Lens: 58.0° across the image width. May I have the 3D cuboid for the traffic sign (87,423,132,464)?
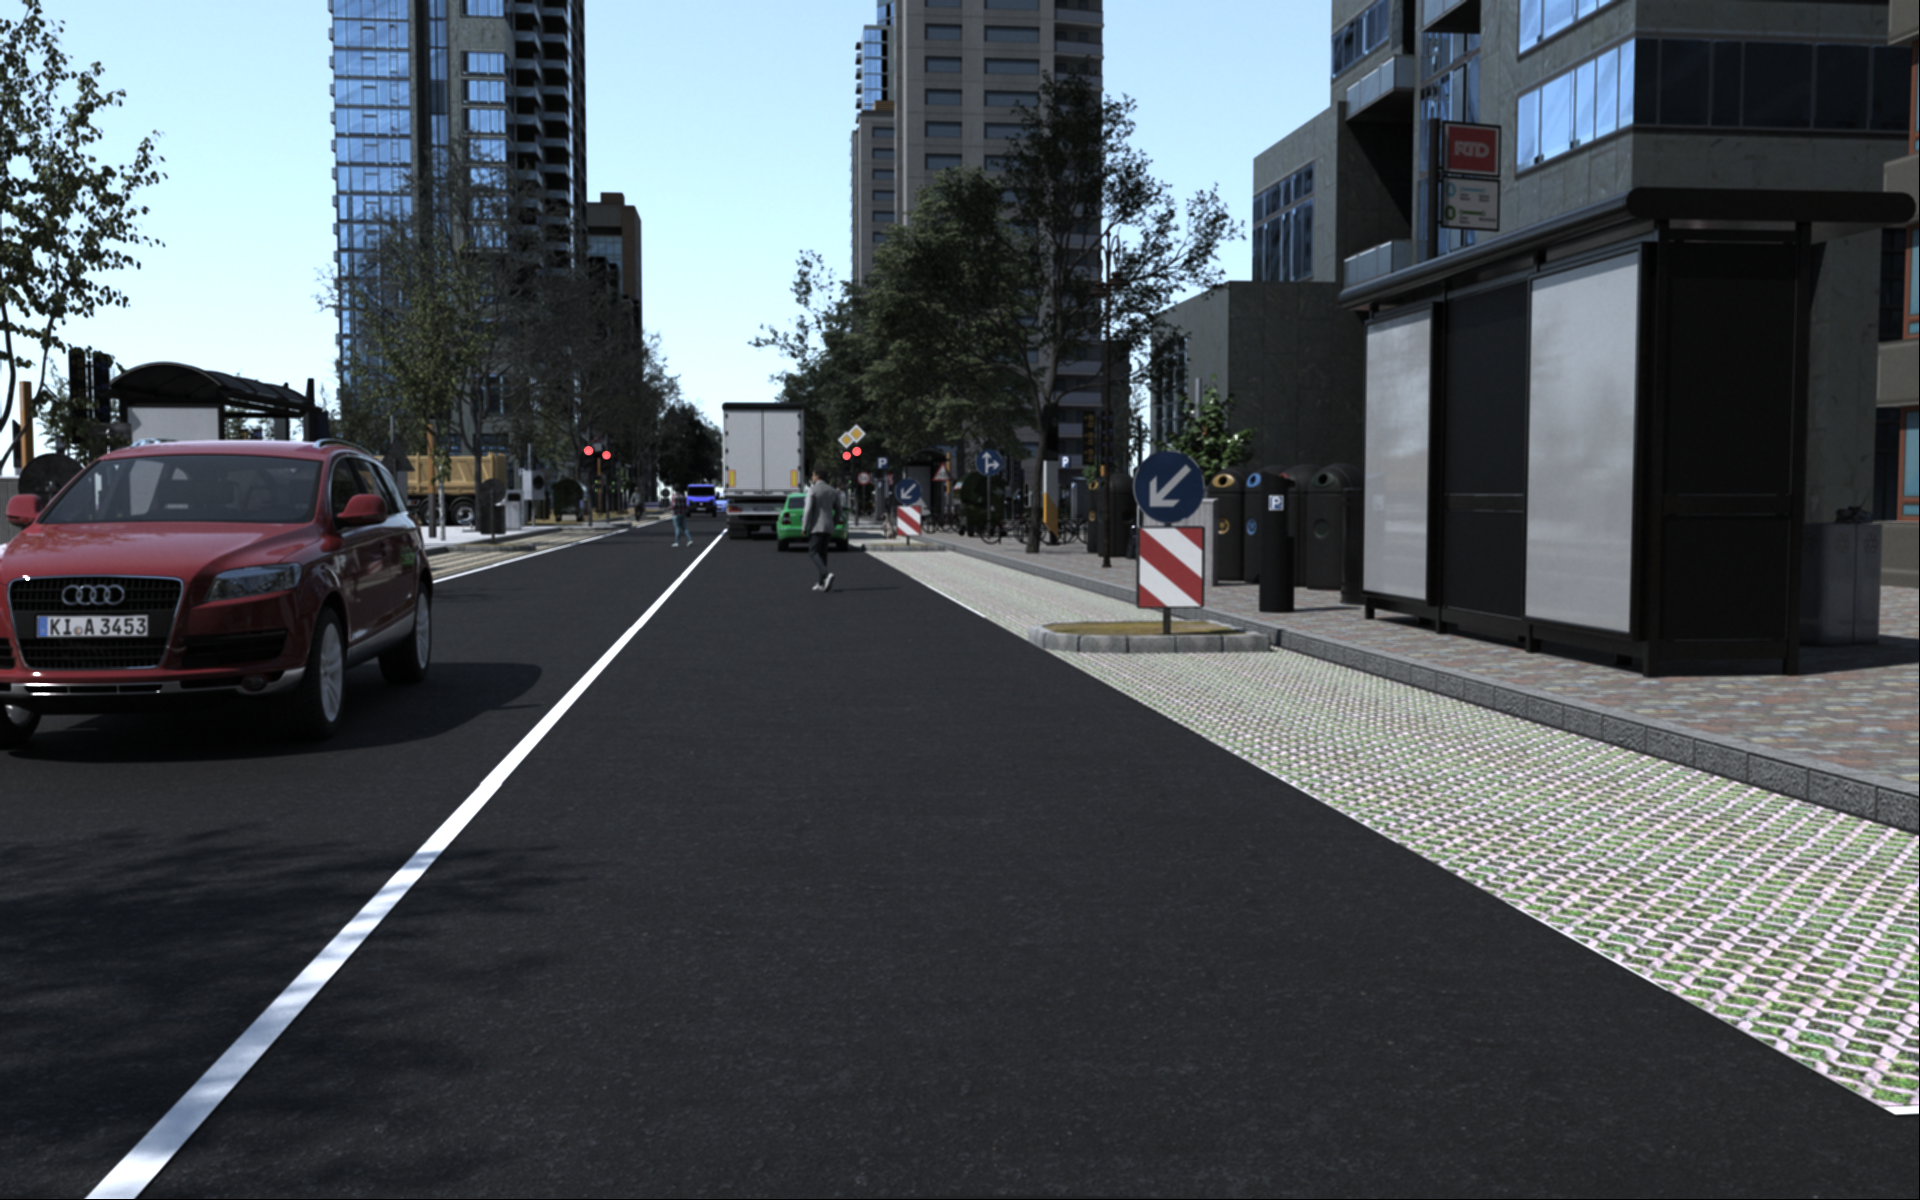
[{"bbox_3d":[-12.210,-1.394,24.915,0.606,2.300,0.079,0,4,-6],"label":"traffic sign"}]

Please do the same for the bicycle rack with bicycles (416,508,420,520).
[{"bbox_3d":[-26.876,-4.420,85.642,2.852,0.926,2.925,2,4,35],"label":"bicycle rack with bicycles"}]

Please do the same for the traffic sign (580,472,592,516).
[{"bbox_3d":[-21.391,-6.054,99.097,0.768,2.556,0.104,0,4,0],"label":"traffic sign"}]

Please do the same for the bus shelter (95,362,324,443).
[{"bbox_3d":[-12.459,-2.161,29.250,2.014,3.302,5.546,0,4,-6],"label":"bus shelter"}]

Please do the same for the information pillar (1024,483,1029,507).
[{"bbox_3d":[4.507,-6.866,116.758,0.304,2.012,0.304,1,4,8],"label":"information pillar"}]

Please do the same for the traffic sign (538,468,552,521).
[{"bbox_3d":[-20.097,-5.109,83.636,0.768,2.556,0.104,0,4,1],"label":"traffic sign"}]

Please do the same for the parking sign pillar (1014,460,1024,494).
[{"bbox_3d":[4.557,-8.928,134.450,1.447,3.967,1.447,-1,4,-19],"label":"parking sign pillar"}]

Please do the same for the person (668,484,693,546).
[{"bbox_3d":[-7.679,-2.333,47.484,0.643,1.720,0.563,3,4,37],"label":"person"}]

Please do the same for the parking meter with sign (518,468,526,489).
[{"bbox_3d":[-29.032,-7.321,115.967,0.543,3.016,1.738,0,4,5],"label":"parking meter with sign"}]

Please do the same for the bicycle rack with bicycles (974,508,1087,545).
[{"bbox_3d":[2.265,-1.933,44.990,2.925,0.926,2.852,1,4,22],"label":"bicycle rack with bicycles"}]

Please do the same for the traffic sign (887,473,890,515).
[{"bbox_3d":[-4.359,-6.480,105.959,0.884,2.594,0.081,0,4,-2],"label":"traffic sign"}]

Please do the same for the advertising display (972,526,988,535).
[{"bbox_3d":[0.664,-3.031,54.769,0.123,1.923,0.974,2,4,35],"label":"advertising display"}]

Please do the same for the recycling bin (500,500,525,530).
[{"bbox_3d":[-16.006,-3.008,61.730,0.722,1.027,0.722,-1,4,-10],"label":"recycling bin"}]

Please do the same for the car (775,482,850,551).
[{"bbox_3d":[-3.808,-2.196,44.700,1.959,1.807,4.718,0,4,-5],"label":"car"}]

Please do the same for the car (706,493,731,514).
[{"bbox_3d":[-17.678,-7.122,126.042,1.945,1.707,3.694,-1,4,-8],"label":"car"}]

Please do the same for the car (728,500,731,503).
[{"bbox_3d":[-24.590,-10.719,187.843,1.945,1.354,3.894,0,4,-5],"label":"car"}]

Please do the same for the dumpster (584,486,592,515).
[{"bbox_3d":[-22.874,-6.027,104.296,1.264,1.857,1.865,0,4,-7],"label":"dumpster"}]

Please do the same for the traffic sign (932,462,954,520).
[{"bbox_3d":[-0.697,-4.278,69.952,0.884,2.594,0.081,0,4,2],"label":"traffic sign"}]

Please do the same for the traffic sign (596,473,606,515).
[{"bbox_3d":[-21.522,-6.358,104.052,0.768,2.556,0.104,0,4,1],"label":"traffic sign"}]

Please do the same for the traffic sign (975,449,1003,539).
[{"bbox_3d":[0.819,-2.987,48.936,0.768,2.556,0.104,0,4,3],"label":"traffic sign"}]

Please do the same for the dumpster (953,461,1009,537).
[{"bbox_3d":[0.640,-3.044,52.265,1.502,2.255,1.985,0,4,-6],"label":"dumpster"}]

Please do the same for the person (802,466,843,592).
[{"bbox_3d":[-1.999,-1.052,25.539,0.661,1.843,0.795,-3,4,-39],"label":"person"}]

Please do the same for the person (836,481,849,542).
[{"bbox_3d":[-3.659,-2.635,51.691,0.679,1.850,0.850,-3,5,-44],"label":"person"}]

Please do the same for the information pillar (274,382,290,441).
[{"bbox_3d":[-14.272,-2.762,36.521,0.504,3.616,0.183,3,5,39],"label":"information pillar"}]

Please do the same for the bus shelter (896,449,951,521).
[{"bbox_3d":[-1.728,-5.269,80.079,2.014,3.302,5.546,0,4,-7],"label":"bus shelter"}]

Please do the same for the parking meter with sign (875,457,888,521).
[{"bbox_3d":[-3.806,-5.294,82.820,0.543,3.016,1.738,-1,4,-9],"label":"parking meter with sign"}]

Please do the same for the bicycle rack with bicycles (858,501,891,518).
[{"bbox_3d":[-3.934,-4.930,93.982,2.852,0.926,2.925,-2,4,-32],"label":"bicycle rack with bicycles"}]

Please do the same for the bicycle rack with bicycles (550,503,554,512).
[{"bbox_3d":[-30.936,-6.818,124.848,2.925,0.926,2.852,0,4,5],"label":"bicycle rack with bicycles"}]

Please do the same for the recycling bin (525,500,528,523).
[{"bbox_3d":[-19.554,-3.907,76.425,0.722,1.027,0.722,3,4,39],"label":"recycling bin"}]

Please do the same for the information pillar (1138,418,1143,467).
[{"bbox_3d":[5.578,-3.811,53.661,0.183,3.616,0.504,1,4,14],"label":"information pillar"}]

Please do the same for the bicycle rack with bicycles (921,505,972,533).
[{"bbox_3d":[0.077,-2.702,57.562,2.925,0.926,2.852,0,4,-6],"label":"bicycle rack with bicycles"}]

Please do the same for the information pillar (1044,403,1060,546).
[{"bbox_3d":[2.271,-3.162,43.052,0.183,3.616,0.504,3,5,42],"label":"information pillar"}]

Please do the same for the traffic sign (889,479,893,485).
[{"bbox_3d":[-3.869,-6.362,104.015,0.884,2.594,0.081,0,4,-1],"label":"traffic sign"}]

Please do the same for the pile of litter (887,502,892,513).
[{"bbox_3d":[-4.495,-6.234,115.891,1.176,0.858,1.719,0,4,1],"label":"pile of litter"}]

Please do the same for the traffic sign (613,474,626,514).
[{"bbox_3d":[-21.749,-6.748,110.332,0.884,2.594,0.081,0,4,-6],"label":"traffic sign"}]

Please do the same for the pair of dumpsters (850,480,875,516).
[{"bbox_3d":[-5.783,-6.295,105.417,1.574,2.255,4.437,0,4,-7],"label":"pair of dumpsters"}]

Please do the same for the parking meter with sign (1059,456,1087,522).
[{"bbox_3d":[5.516,-5.115,79.892,1.738,3.016,0.543,-3,4,-37],"label":"parking meter with sign"}]

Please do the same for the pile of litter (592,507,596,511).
[{"bbox_3d":[-28.021,-7.405,135.042,1.719,0.858,1.176,0,4,-7],"label":"pile of litter"}]

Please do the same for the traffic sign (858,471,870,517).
[{"bbox_3d":[-5.376,-5.911,96.746,0.768,2.556,0.104,0,4,2],"label":"traffic sign"}]

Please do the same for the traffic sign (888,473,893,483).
[{"bbox_3d":[-3.966,-6.397,104.702,0.768,2.556,0.104,0,4,-1],"label":"traffic sign"}]

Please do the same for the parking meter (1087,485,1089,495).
[{"bbox_3d":[7.519,-5.950,102.989,0.255,1.863,0.399,-2,4,-34],"label":"parking meter"}]

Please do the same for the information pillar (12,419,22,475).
[{"bbox_3d":[-29.501,-3.857,54.409,0.183,3.616,0.504,1,4,22],"label":"information pillar"}]

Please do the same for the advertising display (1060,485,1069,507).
[{"bbox_3d":[7.210,-6.983,119.393,0.123,1.923,0.974,3,4,37],"label":"advertising display"}]

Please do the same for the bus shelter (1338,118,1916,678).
[{"bbox_3d":[5.107,-2.362,16.254,2.179,5.291,8.768,0,4,-6],"label":"bus shelter"}]

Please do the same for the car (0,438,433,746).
[{"bbox_3d":[-4.896,-0.181,11.634,2.281,1.827,5.304,0,4,-8],"label":"car"}]

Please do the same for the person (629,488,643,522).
[{"bbox_3d":[-16.815,-4.941,89.771,0.515,1.767,0.782,3,5,42],"label":"person"}]

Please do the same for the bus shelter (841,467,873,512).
[{"bbox_3d":[-7.384,-7.955,123.994,2.014,3.302,5.546,0,4,-7],"label":"bus shelter"}]

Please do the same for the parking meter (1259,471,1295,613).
[{"bbox_3d":[3.451,-0.638,18.839,0.372,1.533,0.369,0,3,0],"label":"parking meter"}]

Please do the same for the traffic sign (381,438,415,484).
[{"bbox_3d":[-13.195,-2.478,40.519,0.884,2.594,0.081,0,4,-4],"label":"traffic sign"}]

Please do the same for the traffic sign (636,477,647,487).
[{"bbox_3d":[-23.275,-7.735,126.565,0.768,2.556,0.104,0,4,2],"label":"traffic sign"}]

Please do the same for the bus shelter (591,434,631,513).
[{"bbox_3d":[-23.930,-8.624,118.632,2.179,5.291,8.768,0,4,-7],"label":"bus shelter"}]

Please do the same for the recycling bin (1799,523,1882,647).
[{"bbox_3d":[7.407,-0.147,14.960,0.722,1.027,0.722,-2,4,-25],"label":"recycling bin"}]

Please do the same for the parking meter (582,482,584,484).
[{"bbox_3d":[-18.258,-4.728,83.019,0.399,1.863,0.255,1,4,13],"label":"parking meter"}]

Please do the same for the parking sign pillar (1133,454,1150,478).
[{"bbox_3d":[13.167,-8.359,125.134,1.447,3.967,1.447,1,4,19],"label":"parking sign pillar"}]

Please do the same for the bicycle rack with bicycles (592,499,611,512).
[{"bbox_3d":[-25.956,-6.875,125.785,2.852,0.926,2.925,0,4,-5],"label":"bicycle rack with bicycles"}]

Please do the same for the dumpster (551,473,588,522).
[{"bbox_3d":[-18.051,-4.739,79.969,1.502,2.255,1.985,0,4,-6],"label":"dumpster"}]

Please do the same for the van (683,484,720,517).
[{"bbox_3d":[-16.131,-6.336,107.981,2.240,2.365,5.245,-1,4,-8],"label":"van"}]
